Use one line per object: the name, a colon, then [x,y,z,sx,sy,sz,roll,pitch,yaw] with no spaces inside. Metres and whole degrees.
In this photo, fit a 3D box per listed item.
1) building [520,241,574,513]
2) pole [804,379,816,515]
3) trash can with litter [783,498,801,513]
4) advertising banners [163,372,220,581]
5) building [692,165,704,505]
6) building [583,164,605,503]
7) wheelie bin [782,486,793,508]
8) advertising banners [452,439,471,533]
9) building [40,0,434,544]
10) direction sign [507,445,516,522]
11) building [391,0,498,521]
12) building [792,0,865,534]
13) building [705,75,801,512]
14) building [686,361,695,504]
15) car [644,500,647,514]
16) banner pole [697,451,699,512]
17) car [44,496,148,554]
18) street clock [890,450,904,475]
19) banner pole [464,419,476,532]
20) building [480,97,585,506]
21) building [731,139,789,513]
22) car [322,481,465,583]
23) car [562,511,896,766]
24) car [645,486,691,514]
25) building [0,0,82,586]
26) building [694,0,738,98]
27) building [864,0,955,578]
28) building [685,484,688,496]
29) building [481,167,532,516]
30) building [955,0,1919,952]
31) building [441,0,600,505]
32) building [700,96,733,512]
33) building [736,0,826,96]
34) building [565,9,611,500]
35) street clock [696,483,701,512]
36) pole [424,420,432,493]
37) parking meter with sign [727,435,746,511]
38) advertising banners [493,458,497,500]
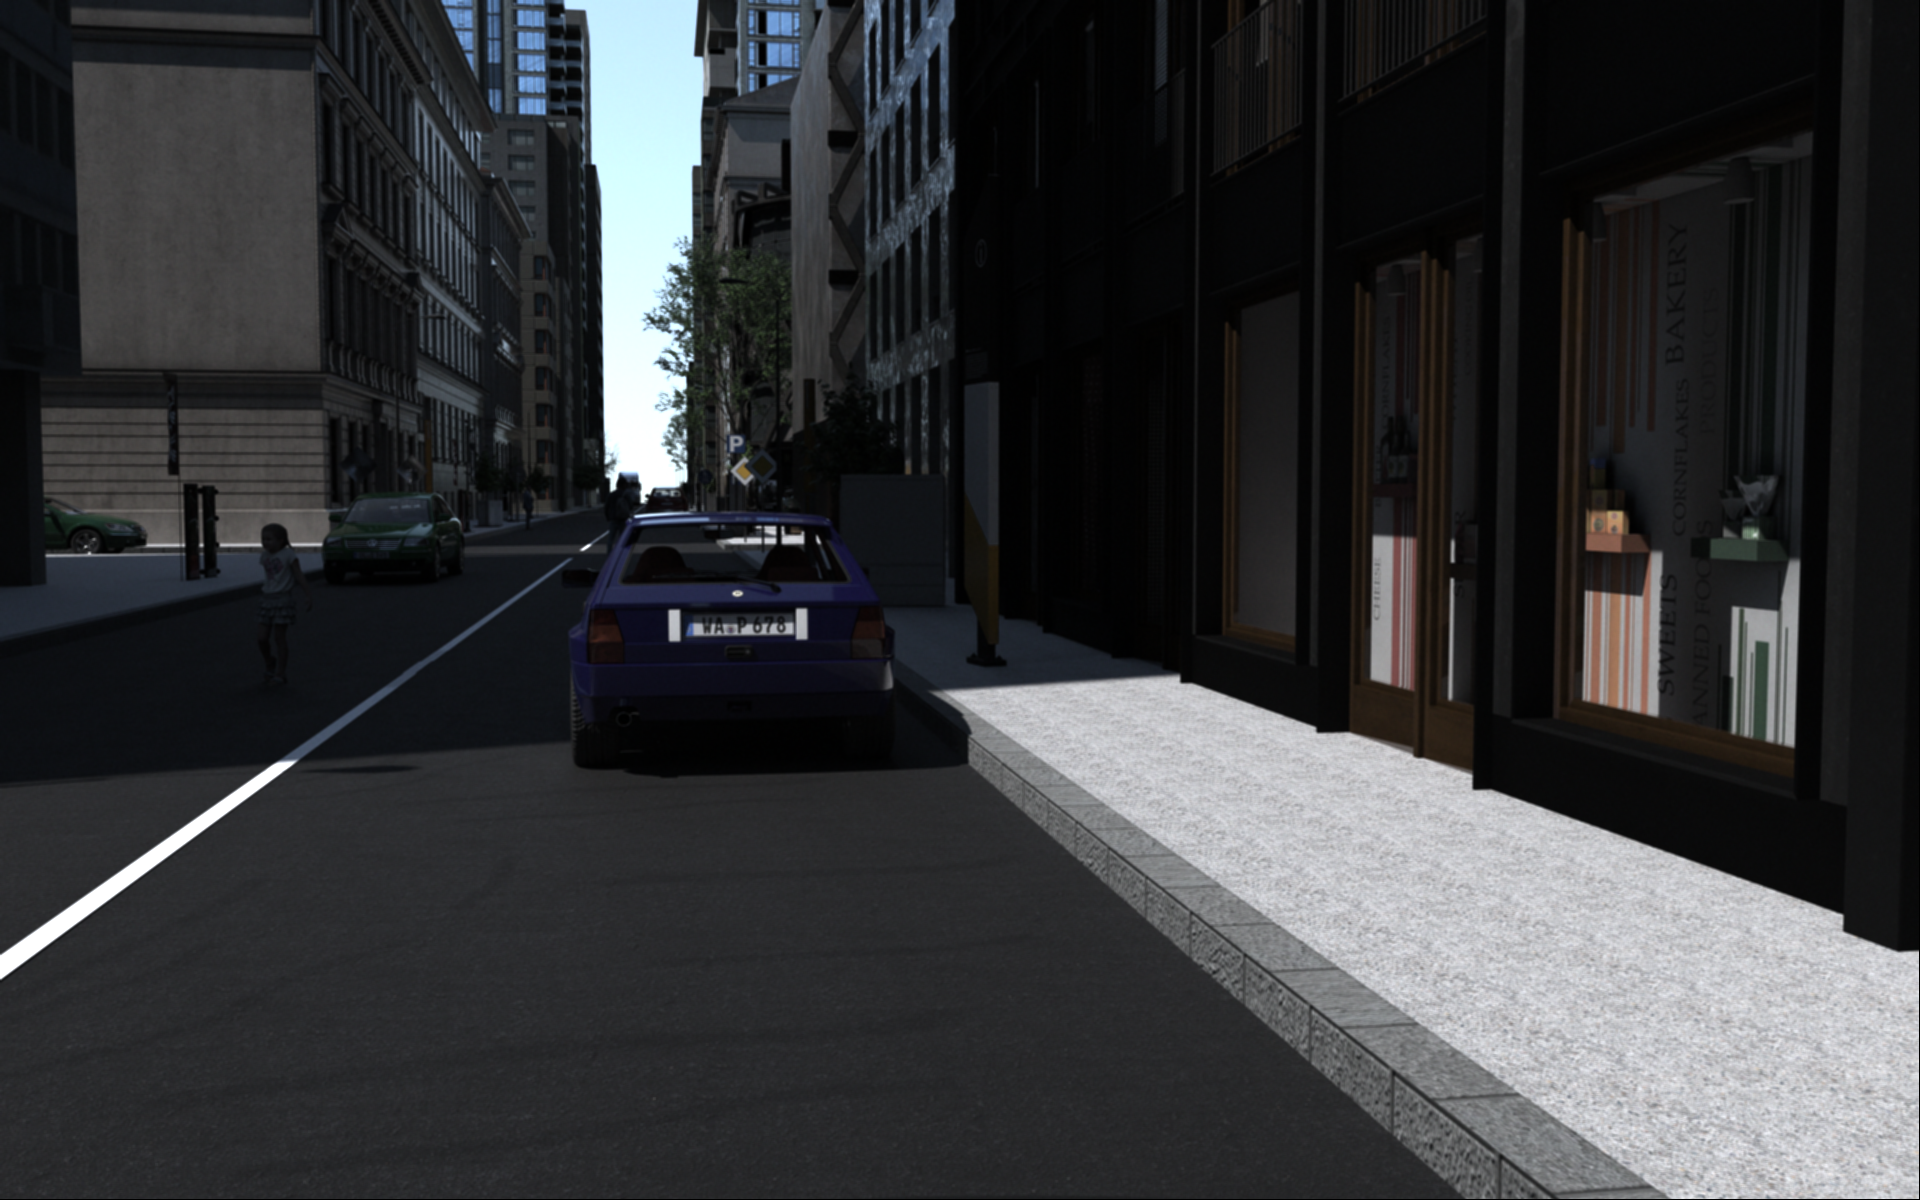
building: [-44.226,-17.461,130.525,27.650,21.520,28.899,-1,4,-10]
pole: [-2.662,-2.256,30.721,0.158,3.312,0.155,0,3,0]
trash can with litter: [-5.194,-2.636,54.493,0.624,1.170,1.055,-1,4,-21]
advertising banners: [-11.478,-1.815,25.864,0.090,3.025,2.074,0,4,-5]
building: [-26.647,-32.745,218.969,14.154,41.232,14.086,-1,4,-10]
building: [-60.658,-37.689,239.917,21.300,48.544,21.600,-1,4,-10]
wheelie bin: [-6.700,-3.771,69.565,0.980,1.594,0.693,1,4,16]
advertising banners: [-16.225,-3.678,56.322,0.090,3.025,2.074,0,4,-2]
building: [-22.616,-11.505,52.733,10.561,19.102,19.286,-1,4,-10]
direction sign: [-20.626,-5.354,79.527,0.379,3.537,0.876,-1,4,-17]
building: [-29.940,-14.871,76.419,16.112,22.955,30.059,-1,4,-10]
building: [3.538,-11.540,56.133,16.811,18.784,16.820,-1,4,-10]
building: [-9.233,-19.007,108.022,12.463,27.353,25.104,-1,4,-10]
building: [-24.017,-24.282,242.048,27.650,21.520,28.899,-1,4,-10]
car: [-18.970,-6.104,109.594,2.009,1.686,4.222,-1,4,-9]
banner pole: [-15.374,-6.828,101.654,0.401,3.779,0.863,-1,4,-11]
car: [-21.330,-1.713,39.800,4.920,1.459,2.131,-1,4,-9]
street clock: [-1.065,-1.365,26.882,0.358,2.002,0.471,2,4,25]
banner pole: [-16.500,-4.183,58.411,0.401,3.779,0.863,1,4,10]
building: [-46.877,-30.414,180.870,14.154,41.232,14.086,-1,4,-10]
building: [-3.109,-13.482,87.878,16.820,18.784,16.811,-1,4,-10]
car: [-9.566,-1.262,29.425,1.959,1.807,4.718,-1,4,-8]
car: [-1.456,0.122,10.585,1.945,1.354,3.894,-1,4,-10]
car: [-14.526,-4.741,86.182,2.281,1.827,5.304,-1,4,-9]
building: [-23.096,-19.820,15.937,23.993,40.220,32.217,-1,4,-10]
building: [-13.001,-36.268,182.214,28.713,52.752,27.495,-1,4,-10]
building: [4.535,-10.665,29.126,10.420,20.320,16.860,-1,4,-10]
building: [-26.739,-35.224,267.795,32.217,40.220,23.993,-1,4,-10]
building: [-31.825,-16.262,102.041,11.583,22.565,21.152,-1,4,-10]
building: [7.342,-11.210,12.958,12.332,23.373,15.834,-1,4,-10]
building: [-56.022,-55.061,212.917,22.319,86.520,31.000,-1,4,-10]
building: [-12.368,-21.938,130.384,14.160,30.474,14.107,-1,4,-10]
building: [-10.671,-51.333,151.960,22.319,86.520,31.000,-1,4,-10]
building: [-63.539,-50.290,260.490,20.563,71.187,20.611,-1,4,-10]
street clock: [-16.928,-6.568,111.960,0.358,2.002,0.471,0,4,-3]
pole: [-14.663,-3.299,47.786,0.158,3.312,0.155,0,3,0]
parking meter with sign: [-6.656,-3.386,51.624,0.543,3.016,1.738,0,4,-7]
advertising banners: [-19.210,-4.611,71.578,0.090,3.025,2.074,-1,4,-16]
